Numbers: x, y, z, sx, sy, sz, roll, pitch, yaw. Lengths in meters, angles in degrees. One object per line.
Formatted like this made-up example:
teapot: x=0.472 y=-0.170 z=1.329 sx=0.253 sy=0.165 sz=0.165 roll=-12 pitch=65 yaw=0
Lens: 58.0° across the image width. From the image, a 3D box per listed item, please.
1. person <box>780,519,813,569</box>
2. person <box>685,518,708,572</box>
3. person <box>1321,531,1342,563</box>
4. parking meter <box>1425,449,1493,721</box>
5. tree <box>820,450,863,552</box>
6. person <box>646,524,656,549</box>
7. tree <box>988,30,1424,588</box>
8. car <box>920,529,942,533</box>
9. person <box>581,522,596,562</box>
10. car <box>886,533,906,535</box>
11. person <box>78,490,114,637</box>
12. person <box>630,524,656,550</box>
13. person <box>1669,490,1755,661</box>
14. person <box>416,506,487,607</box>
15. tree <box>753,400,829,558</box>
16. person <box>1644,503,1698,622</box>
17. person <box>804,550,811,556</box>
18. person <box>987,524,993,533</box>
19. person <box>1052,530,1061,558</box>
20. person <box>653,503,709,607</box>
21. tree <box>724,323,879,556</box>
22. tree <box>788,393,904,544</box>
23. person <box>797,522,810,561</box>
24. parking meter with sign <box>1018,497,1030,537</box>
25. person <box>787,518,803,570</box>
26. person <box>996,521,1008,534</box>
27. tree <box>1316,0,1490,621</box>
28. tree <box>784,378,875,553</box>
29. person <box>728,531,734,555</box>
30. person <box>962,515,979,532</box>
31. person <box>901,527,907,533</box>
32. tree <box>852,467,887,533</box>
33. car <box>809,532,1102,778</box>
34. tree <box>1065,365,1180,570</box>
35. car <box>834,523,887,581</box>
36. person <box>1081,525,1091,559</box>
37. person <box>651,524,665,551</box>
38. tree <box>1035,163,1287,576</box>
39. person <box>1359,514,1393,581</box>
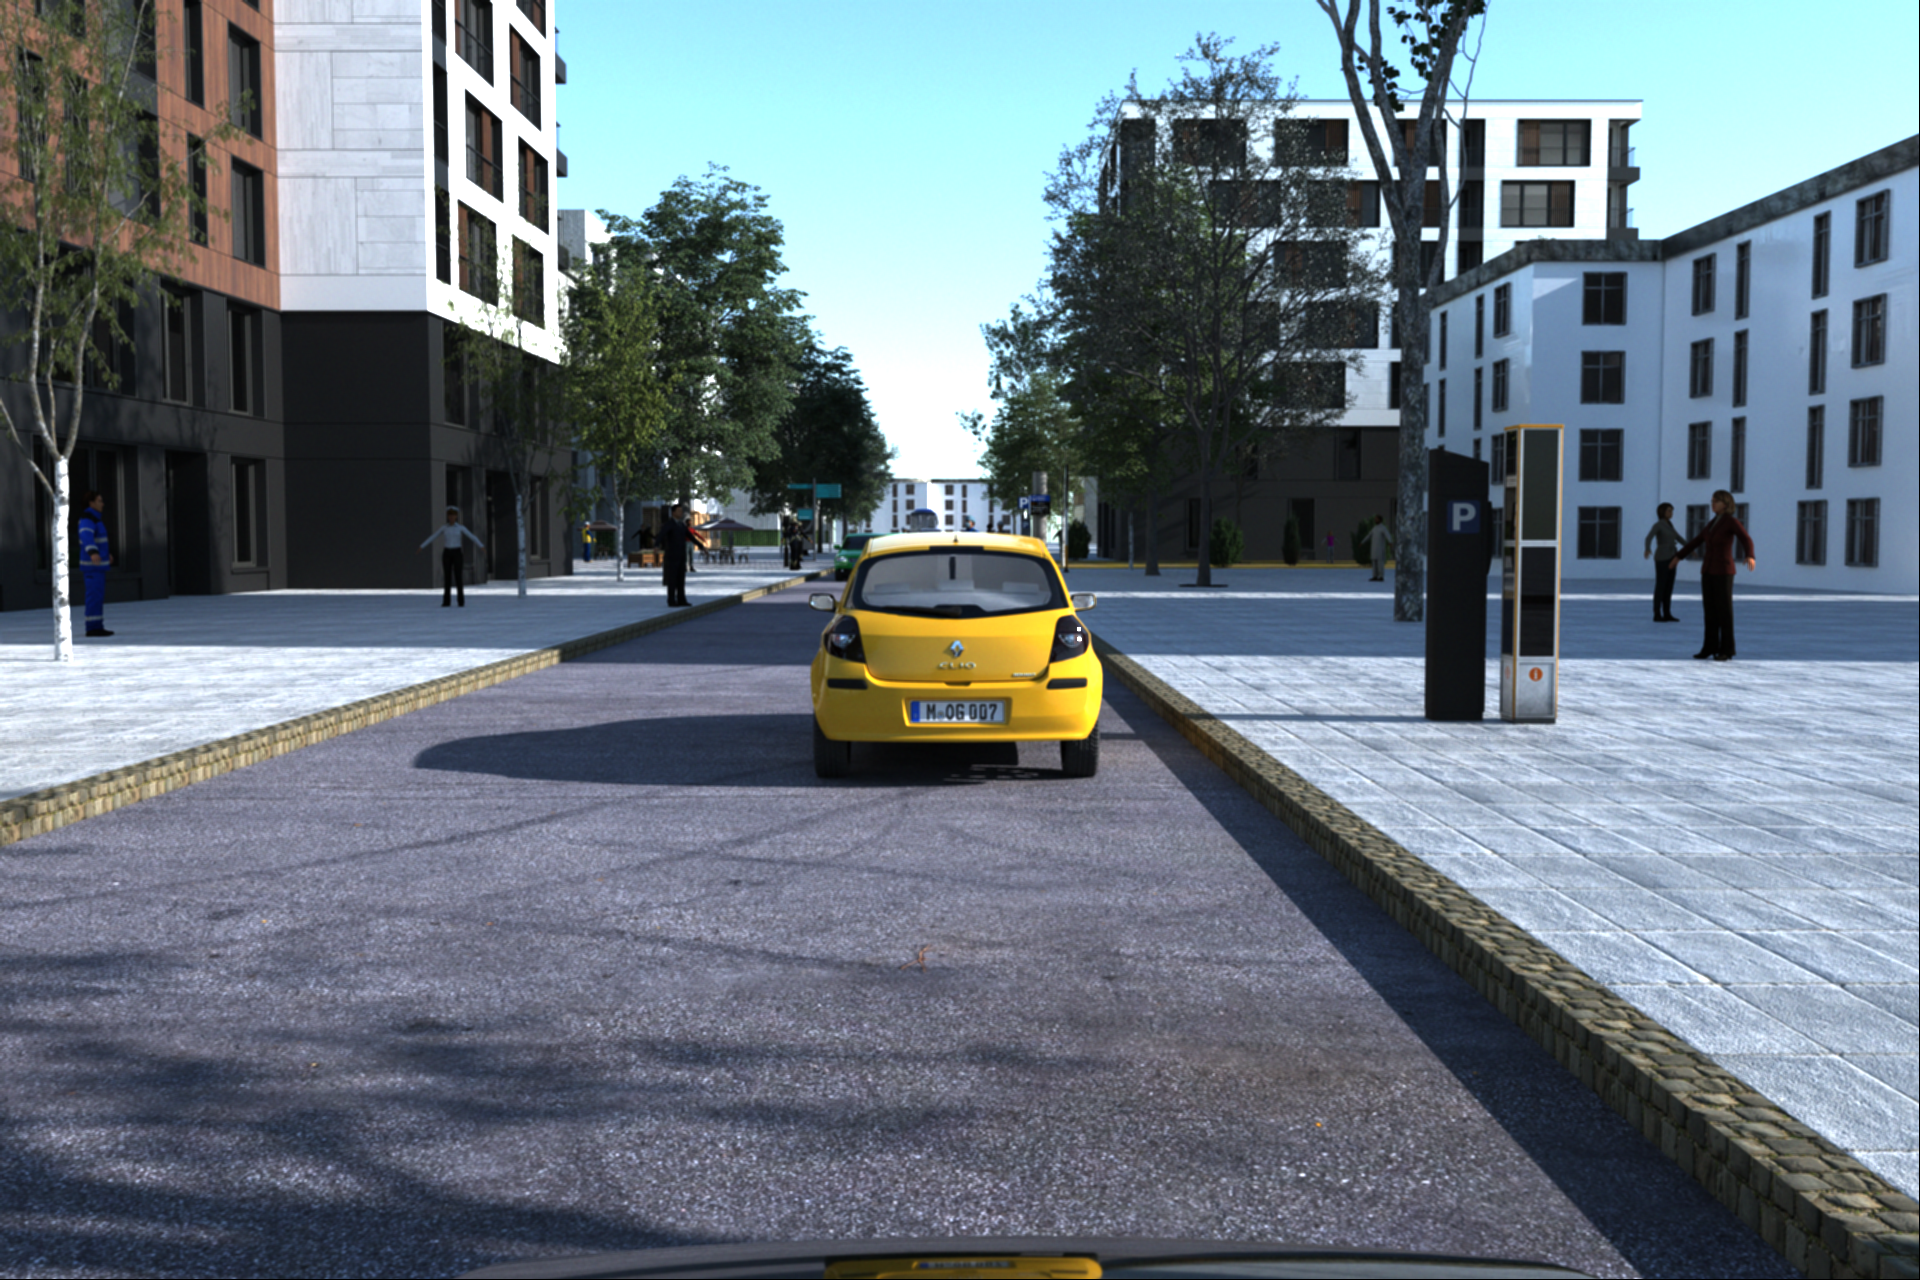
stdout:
person: x=-6.107 y=-3.575 z=64.392 sx=1.347 sy=1.837 sz=0.705 roll=-2 pitch=4 yaw=-33
person: x=-9.219 y=-3.231 z=58.927 sx=1.345 sy=1.816 sz=0.704 roll=-3 pitch=4 yaw=-38
person: x=16.278 y=-4.081 z=75.986 sx=0.991 sy=1.433 sz=0.599 roll=-1 pitch=4 yaw=-15
parking meter: x=3.443 y=-0.382 z=11.956 sx=0.399 sy=1.863 sz=0.255 roll=0 pitch=4 yaw=0
tree: x=-9.547 y=-10.622 z=124.027 sx=4.360 sy=8.622 sz=3.978 roll=0 pitch=3 yaw=0
person: x=-18.253 y=-5.869 z=101.726 sx=0.705 sy=1.858 sz=1.354 roll=2 pitch=4 yaw=23
tree: x=6.040 y=-8.043 z=41.871 sx=12.009 sy=13.543 sz=11.850 roll=0 pitch=3 yaw=0
car: x=-2.058 y=-6.923 z=121.864 sx=2.281 sy=1.827 sz=5.304 roll=0 pitch=4 yaw=0
person: x=-16.992 y=-4.468 z=79.029 sx=0.705 sy=1.833 sz=1.349 roll=-3 pitch=4 yaw=-38
car: x=-2.335 y=-3.516 z=66.286 sx=1.959 sy=1.807 sz=4.718 roll=0 pitch=4 yaw=0
person: x=-10.851 y=-0.966 z=21.771 sx=0.704 sy=1.831 sz=1.345 roll=-1 pitch=4 yaw=-20
person: x=-16.751 y=-5.221 z=91.557 sx=1.347 sy=1.806 sz=0.705 roll=-1 pitch=4 yaw=-14
person: x=7.659 y=-0.662 z=17.628 sx=0.721 sy=1.729 sz=1.215 roll=-1 pitch=4 yaw=-15
person: x=-8.987 y=-1.479 z=30.639 sx=1.216 sy=1.778 sz=0.721 roll=0 pitch=4 yaw=-4
tree: x=-9.793 y=-8.730 z=93.094 sx=4.360 sy=8.622 sz=3.978 roll=0 pitch=3 yaw=0
person: x=10.376 y=-1.135 z=25.317 sx=1.215 sy=1.744 sz=0.721 roll=-2 pitch=4 yaw=-34
person: x=-9.100 y=-5.913 z=102.907 sx=0.704 sy=1.802 sz=1.346 roll=-2 pitch=4 yaw=-29
person: x=1.617 y=-5.214 z=91.388 sx=0.704 sy=1.843 sz=1.345 roll=1 pitch=4 yaw=23
person: x=5.544 y=-5.296 z=92.735 sx=1.346 sy=1.812 sz=0.704 roll=2 pitch=4 yaw=26
person: x=-4.984 y=-1.504 z=30.632 sx=0.704 sy=1.823 sz=1.345 roll=2 pitch=4 yaw=34
tree: x=-9.520 y=-12.006 z=102.951 sx=9.857 sy=13.997 sz=8.962 roll=0 pitch=3 yaw=0
tree: x=-9.596 y=-14.327 z=144.614 sx=12.009 sy=13.543 sz=11.850 roll=0 pitch=3 yaw=0
person: x=-7.526 y=-4.615 z=81.226 sx=1.354 sy=1.856 sz=0.705 roll=3 pitch=5 yaw=42
parking meter with sign: x=3.010 y=-5.156 z=80.555 sx=0.543 sy=3.016 sz=1.738 roll=0 pitch=4 yaw=-1
person: x=-5.863 y=-3.390 z=61.292 sx=0.704 sy=1.845 sz=1.351 roll=-2 pitch=4 yaw=-24
person: x=1.268 y=-2.849 z=54.894 sx=1.347 sy=1.847 sz=0.705 roll=2 pitch=4 yaw=32
tree: x=5.133 y=-10.339 z=24.926 sx=12.611 sy=20.169 sz=13.585 roll=0 pitch=3 yaw=0
tree: x=-9.198 y=-11.577 z=115.045 sx=9.928 sy=11.665 sz=9.643 roll=0 pitch=3 yaw=0
person: x=-13.662 y=-5.957 z=103.579 sx=0.705 sy=1.806 sz=1.347 roll=-1 pitch=4 yaw=-10
person: x=0.182 y=-1.665 z=35.809 sx=1.347 sy=1.817 sz=0.704 roll=2 pitch=4 yaw=32
person: x=-2.540 y=-4.390 z=80.704 sx=0.721 sy=1.772 sz=1.216 roll=-3 pitch=5 yaw=-42
tree: x=-9.463 y=-13.286 z=167.582 sx=4.737 sy=8.622 sz=4.395 roll=0 pitch=3 yaw=0
car: x=-0.044 y=-0.086 z=11.628 sx=2.015 sy=1.641 sz=3.980 roll=0 pitch=4 yaw=-1
tree: x=5.982 y=-6.789 z=61.356 sx=4.737 sy=8.622 sz=4.395 roll=0 pitch=3 yaw=0
car: x=-2.939 y=-2.783 z=54.294 sx=1.959 sy=1.807 sz=4.718 roll=0 pitch=3 yaw=0
person: x=6.482 y=-5.165 z=90.909 sx=0.721 sy=1.772 sz=1.216 roll=3 pitch=5 yaw=43
person: x=-12.924 y=-4.235 z=75.962 sx=1.216 sy=1.740 sz=0.721 roll=-1 pitch=4 yaw=-12
tree: x=6.053 y=-8.242 z=52.878 sx=7.486 sy=12.596 sz=7.792 roll=0 pitch=3 yaw=0
person: x=11.383 y=-2.516 z=47.226 sx=0.704 sy=1.819 sz=1.344 roll=-2 pitch=4 yaw=-26
